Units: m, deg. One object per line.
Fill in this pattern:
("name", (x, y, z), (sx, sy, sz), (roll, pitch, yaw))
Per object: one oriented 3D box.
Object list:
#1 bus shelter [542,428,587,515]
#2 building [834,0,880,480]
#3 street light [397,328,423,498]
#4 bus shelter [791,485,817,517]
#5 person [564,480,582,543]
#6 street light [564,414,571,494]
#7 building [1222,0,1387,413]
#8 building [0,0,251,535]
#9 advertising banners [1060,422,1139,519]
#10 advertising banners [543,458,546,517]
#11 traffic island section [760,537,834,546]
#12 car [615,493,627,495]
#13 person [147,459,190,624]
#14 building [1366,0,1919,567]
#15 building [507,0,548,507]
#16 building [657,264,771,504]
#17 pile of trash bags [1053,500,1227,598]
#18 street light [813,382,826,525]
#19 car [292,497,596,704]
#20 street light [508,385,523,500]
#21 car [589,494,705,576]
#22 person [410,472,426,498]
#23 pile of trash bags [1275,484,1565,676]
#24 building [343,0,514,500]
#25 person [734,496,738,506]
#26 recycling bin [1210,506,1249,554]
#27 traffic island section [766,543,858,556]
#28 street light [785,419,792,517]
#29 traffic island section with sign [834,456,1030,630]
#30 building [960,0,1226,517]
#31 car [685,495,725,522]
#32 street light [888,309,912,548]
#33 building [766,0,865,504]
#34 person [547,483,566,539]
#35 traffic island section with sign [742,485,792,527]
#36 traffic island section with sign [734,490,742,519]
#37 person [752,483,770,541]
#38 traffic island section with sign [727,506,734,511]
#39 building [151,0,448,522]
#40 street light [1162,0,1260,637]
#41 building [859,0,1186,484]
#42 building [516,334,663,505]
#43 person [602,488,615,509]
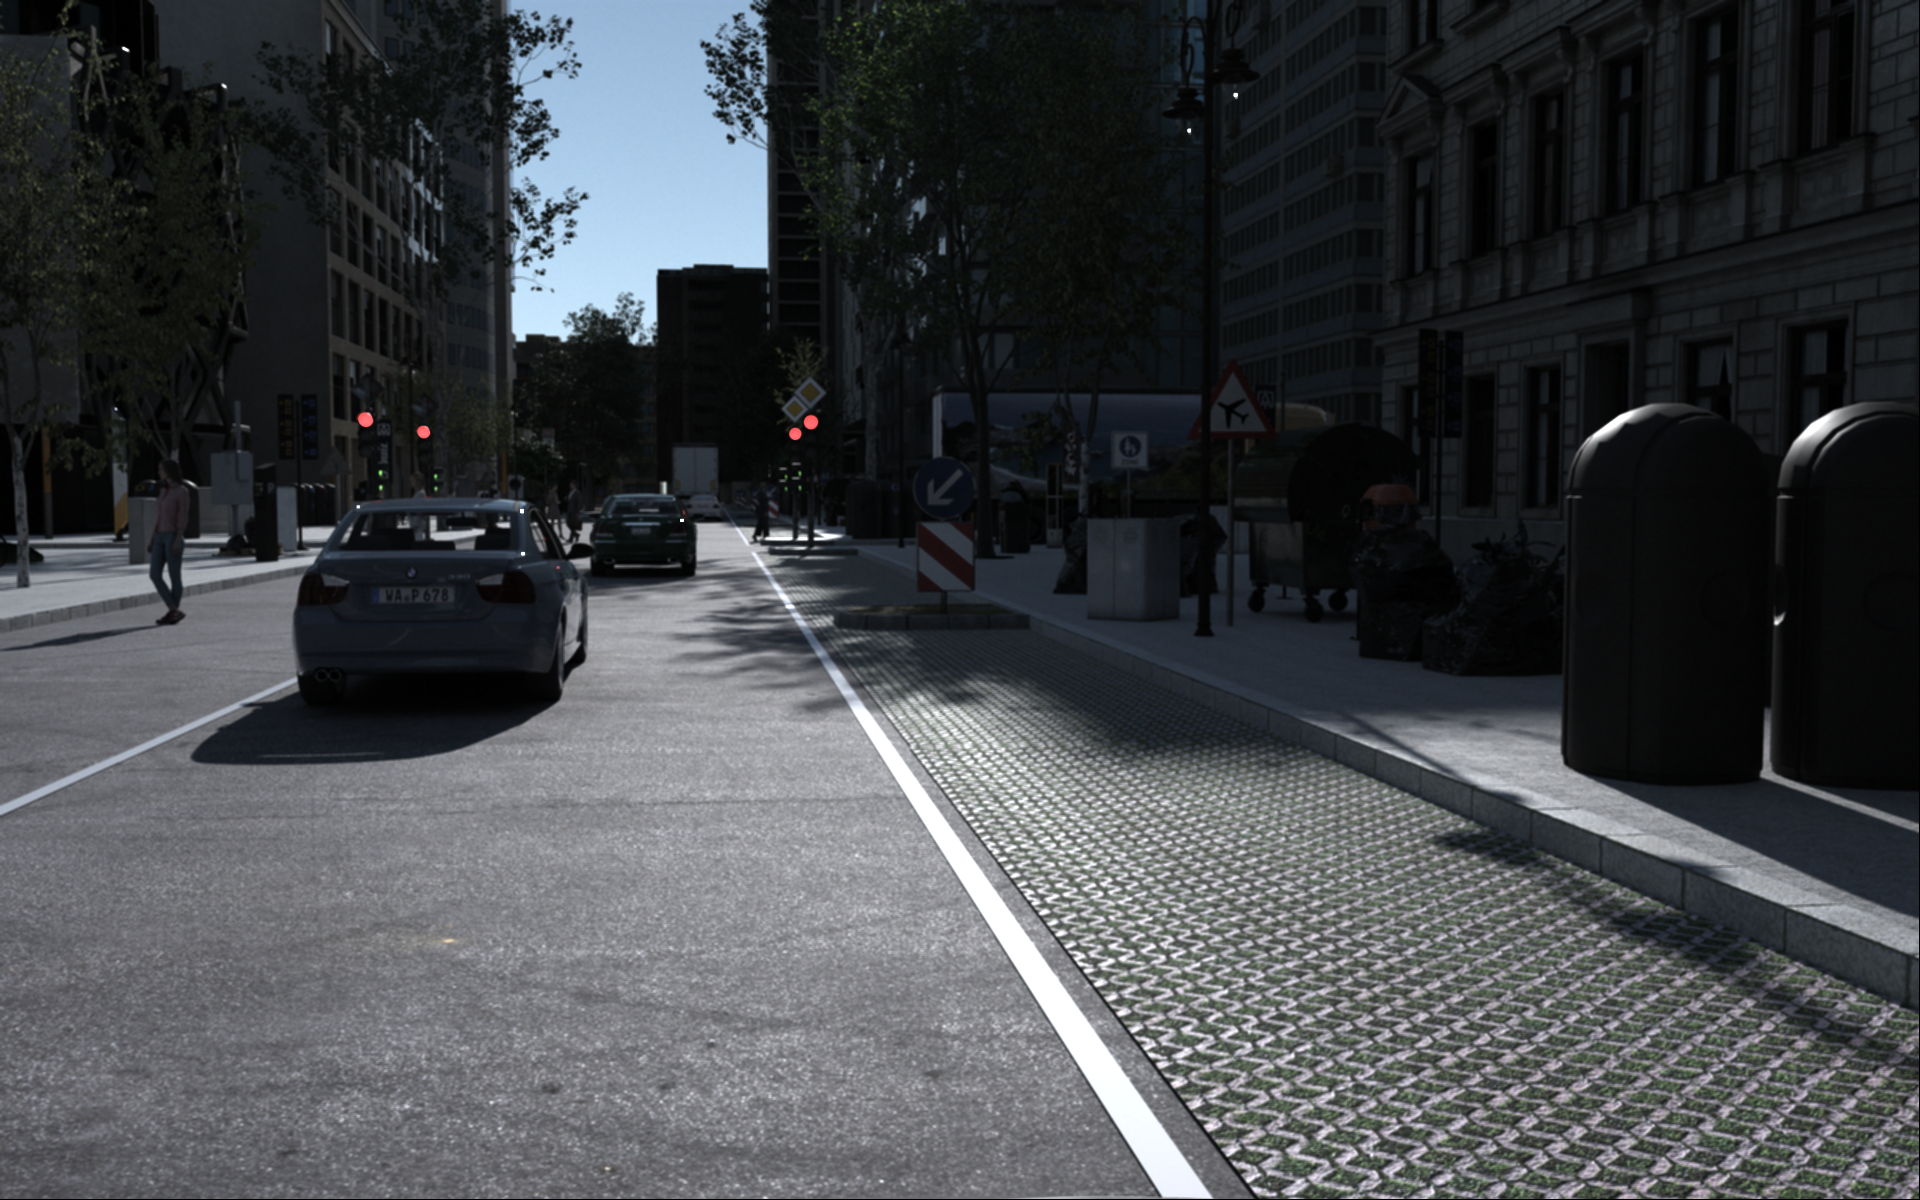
("bus shelter", (-24.770, -8.002, 108.458), (2.179, 5.291, 8.768), (0, 4, -8))
("building", (2.109, -36.151, 180.305), (28.713, 52.752, 27.495), (0, 4, -8))
("street light", (-15.297, -4.619, 48.307), (0.468, 5.910, 1.993), (0, 4, -8))
("bus shelter", (-9.325, -6.741, 101.493), (1.731, 3.624, 6.357), (0, 4, -8))
("person", (-11.344, -2.596, 50.905), (0.622, 1.834, 0.822), (2, 4, 26))
("street light", (-22.601, -7.771, 99.840), (0.468, 5.910, 1.993), (0, 4, -8))
("building", (24.944, -23.180, 70.869), (23.993, 40.220, 32.217), (0, 4, -8))
("building", (-34.482, -11.825, 60.793), (16.820, 18.784, 16.811), (0, 4, -8))
("advertising banners", (3.356, -2.800, 41.966), (2.074, 3.025, 0.090), (2, 4, 29))
("advertising banners", (-19.986, -5.333, 83.385), (0.090, 3.025, 2.074), (-1, 4, -10))
("traffic island section", (-4.666, -1.655, 49.348), (2.009, 0.180, 2.903), (0, 4, -8))
("car", (-21.116, -6.129, 109.003), (1.959, 1.807, 4.718), (-1, 4, -10))
("person", (-8.779, -0.652, 19.175), (0.555, 1.821, 0.388), (1, 4, 20))
("building", (14.100, -9.839, 25.499), (10.561, 19.102, 19.286), (0, 4, -8))
("building", (-57.573, -52.665, 173.742), (31.000, 86.520, 22.319), (0, 4, -8))
("building", (-31.467, -27.485, 221.081), (14.107, 30.474, 14.160), (0, 4, -8))
("pile of trash bags", (2.806, -0.748, 21.987), (3.447, 1.369, 1.912), (3, 5, 44))
("street light", (-5.814, -6.033, 71.431), (0.468, 5.910, 1.993), (0, 4, -8))
("car", (-3.825, -0.073, 13.194), (2.014, 1.417, 4.499), (-1, 4, -9))
("street light", (-18.896, -6.172, 73.694), (0.468, 5.910, 1.993), (0, 4, -8))
("car", (-5.763, -1.223, 31.796), (2.131, 1.459, 4.920), (-1, 4, -8))
("person", (-8.710, -1.168, 27.953), (0.624, 1.780, 0.694), (0, 4, -1))
("pile of trash bags", (4.013, -0.254, 13.900), (1.912, 1.369, 3.447), (-1, 4, -11))
("building", (-46.858, -36.112, 132.430), (21.231, 58.520, 28.212), (0, 4, -8))
("person", (-24.744, -11.237, 192.737), (0.721, 1.766, 1.217), (2, 4, 29))
("recycling bin", (5.850, -1.518, 37.379), (0.722, 1.027, 0.722), (3, 4, 37))
("traffic island section", (-3.544, -1.172, 41.442), (2.009, 0.180, 2.903), (0, 4, -8))
("street light", (-9.525, -7.605, 97.126), (0.468, 5.910, 1.993), (0, 4, -8))
("traffic island section with sign", (-0.373, -0.639, 19.078), (1.989, 1.847, 2.006), (0, 4, -8))
("building", (7.882, -29.944, 109.193), (23.786, 49.044, 30.456), (0, 4, -8))
("car", (-13.306, -4.759, 90.173), (2.083, 1.381, 4.827), (0, 4, -6))
("street light", (-1.402, -4.188, 41.264), (0.468, 5.910, 1.993), (0, 4, -8))
("building", (-14.492, -48.174, 225.895), (20.611, 71.187, 20.563), (0, 4, -8))
("person", (-12.794, -2.815, 54.868), (0.599, 1.781, 0.374), (3, 5, 41))
("traffic island section with sign", (-8.294, -4.049, 74.836), (1.989, 1.847, 2.006), (0, 4, -8))
("traffic island section with sign", (-12.080, -5.682, 101.525), (1.989, 1.847, 2.006), (0, 4, -8))
("person", (-6.035, -2.685, 52.821), (0.576, 1.772, 0.534), (2, 4, 32))
("traffic island section with sign", (-19.019, -8.673, 150.434), (1.989, 1.847, 2.006), (0, 4, -8))
("building", (-39.768, -17.560, 91.625), (19.350, 26.468, 34.151), (0, 4, -8))
("street light", (2.208, -2.612, 15.490), (0.468, 5.910, 1.993), (0, 4, -8))
("building", (3.679, -32.474, 150.552), (23.786, 49.044, 30.456), (0, 4, -8))
("building", (-53.684, -23.231, 224.870), (28.899, 21.520, 27.650), (0, 4, -8))
("person", (-9.845, -2.359, 48.885), (0.330, 1.601, 0.589), (-3, 5, -40))
